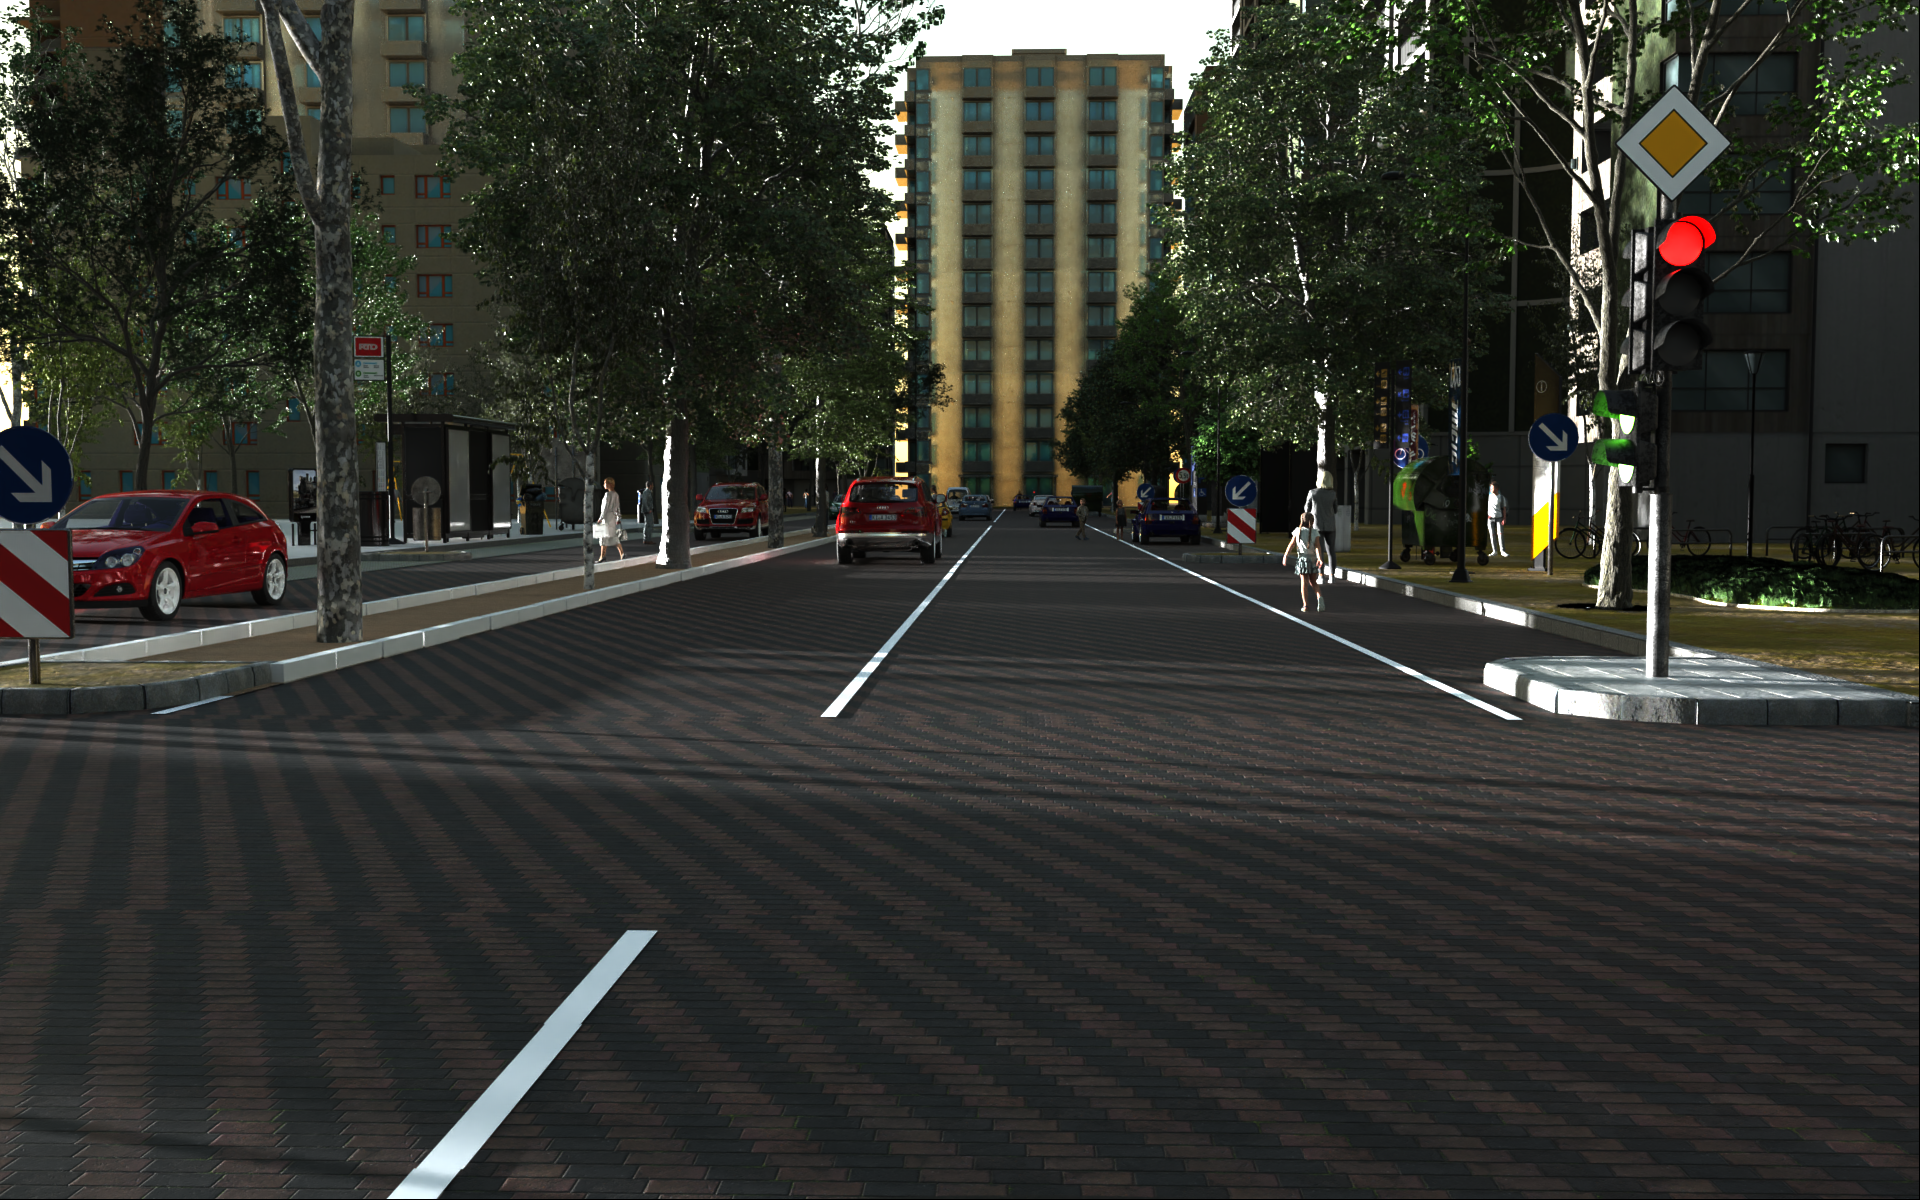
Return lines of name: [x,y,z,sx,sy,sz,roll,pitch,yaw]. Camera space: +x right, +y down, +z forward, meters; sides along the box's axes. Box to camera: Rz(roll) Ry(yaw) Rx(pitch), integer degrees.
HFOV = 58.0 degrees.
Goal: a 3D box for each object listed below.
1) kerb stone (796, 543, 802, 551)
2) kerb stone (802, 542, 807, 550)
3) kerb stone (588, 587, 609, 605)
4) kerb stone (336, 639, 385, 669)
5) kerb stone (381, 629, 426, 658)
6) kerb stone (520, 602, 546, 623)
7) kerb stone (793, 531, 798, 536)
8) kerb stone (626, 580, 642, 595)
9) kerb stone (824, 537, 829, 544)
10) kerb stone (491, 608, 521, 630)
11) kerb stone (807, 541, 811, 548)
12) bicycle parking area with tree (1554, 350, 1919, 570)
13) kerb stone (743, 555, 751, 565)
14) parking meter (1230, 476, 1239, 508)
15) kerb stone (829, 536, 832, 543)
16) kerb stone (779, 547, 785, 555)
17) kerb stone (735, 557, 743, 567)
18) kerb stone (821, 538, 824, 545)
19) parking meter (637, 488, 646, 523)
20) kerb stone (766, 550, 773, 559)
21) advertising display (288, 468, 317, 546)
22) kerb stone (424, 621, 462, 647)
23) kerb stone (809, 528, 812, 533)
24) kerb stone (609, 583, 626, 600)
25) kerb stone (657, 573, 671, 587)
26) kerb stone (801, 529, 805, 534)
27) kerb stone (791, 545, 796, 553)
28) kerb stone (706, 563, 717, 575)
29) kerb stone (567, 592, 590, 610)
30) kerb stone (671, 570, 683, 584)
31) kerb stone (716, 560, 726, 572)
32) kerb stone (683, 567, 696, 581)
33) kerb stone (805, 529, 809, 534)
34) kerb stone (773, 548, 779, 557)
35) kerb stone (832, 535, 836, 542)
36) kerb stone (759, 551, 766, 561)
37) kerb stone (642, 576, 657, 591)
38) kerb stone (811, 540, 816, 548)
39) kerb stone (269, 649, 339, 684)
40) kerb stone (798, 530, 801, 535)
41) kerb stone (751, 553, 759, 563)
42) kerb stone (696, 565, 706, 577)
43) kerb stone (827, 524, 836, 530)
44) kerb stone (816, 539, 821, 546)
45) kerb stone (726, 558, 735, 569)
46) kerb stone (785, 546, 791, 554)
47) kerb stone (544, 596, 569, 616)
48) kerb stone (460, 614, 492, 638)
kerb stone: [-4.143,-1.290,43.291,0.120,0.150,1.000,0,4,2]
kerb stone: [-4.110,-1.351,44.314,0.120,0.150,1.000,0,4,2]
kerb stone: [-4.835,-0.038,22.817,0.120,0.150,1.000,0,4,2]
kerb stone: [-5.115,0.465,14.598,0.120,0.150,1.000,0,4,2]
kerb stone: [-5.074,0.402,15.619,0.120,0.150,1.000,0,4,2]
kerb stone: [-4.938,0.157,19.722,0.120,0.150,1.000,0,4,2]
kerb stone: [-5.720,-2.237,58.768,0.120,0.150,1.000,0,4,2]
kerb stone: [-4.771,-0.162,24.867,0.120,0.150,1.000,0,4,2]
kerb stone: [-3.932,-1.666,49.435,0.120,0.150,1.000,0,4,2]
kerb stone: [-4.969,0.214,18.700,0.120,0.150,1.000,0,4,2]
kerb stone: [-4.083,-1.415,45.335,0.120,0.150,1.000,0,4,2]
bicycle parking area with tree: [16.509,-2.761,32.147,9.016,4.147,8.231,0,4,-5]
kerb stone: [-4.422,-0.784,35.115,0.120,0.150,1.000,0,4,2]
parking meter: [8.897,-3.069,55.896,0.255,1.863,0.399,2,4,34]
kerb stone: [-3.905,-1.729,50.457,0.120,0.150,1.000,0,4,2]
kerb stone: [-4.253,-1.100,40.224,0.120,0.150,1.000,0,4,2]
kerb stone: [-4.458,-0.725,34.094,0.120,0.150,1.000,0,4,2]
kerb stone: [-3.979,-1.603,48.403,0.120,0.150,1.000,0,4,2]
parking meter: [-14.103,-4.179,76.745,0.372,1.533,0.369,0,3,0]
kerb stone: [-4.312,-0.974,38.180,0.120,0.150,1.000,0,4,2]
advertising display: [-16.420,-2.330,43.315,0.123,1.923,0.974,1,4,17]
kerb stone: [-5.034,0.339,16.650,0.120,0.150,1.000,0,4,2]
kerb stone: [-5.590,-2.487,62.861,0.120,0.150,1.000,0,4,2]
kerb stone: [-4.804,-0.101,23.839,0.120,0.150,1.000,0,4,2]
kerb stone: [-4.696,-0.283,26.925,0.120,0.150,1.000,0,4,2]
kerb stone: [-5.662,-2.362,60.813,0.120,0.150,1.000,0,4,2]
kerb stone: [-4.178,-1.227,42.267,0.120,0.150,1.000,0,4,2]
kerb stone: [-4.551,-0.537,31.022,0.120,0.150,1.000,0,4,2]
kerb stone: [-4.870,0.025,21.784,0.120,0.150,1.000,0,4,2]
kerb stone: [-4.668,-0.350,27.948,0.120,0.150,1.000,0,4,2]
kerb stone: [-4.521,-0.602,32.044,0.120,0.150,1.000,0,4,2]
kerb stone: [-4.616,-0.415,28.978,0.120,0.150,1.000,0,4,2]
kerb stone: [-5.618,-2.420,61.835,0.120,0.150,1.000,0,4,2]
kerb stone: [-4.286,-1.040,39.202,0.120,0.150,1.000,0,4,2]
kerb stone: [-3.867,-1.782,51.483,0.120,0.150,1.000,0,4,2]
kerb stone: [-4.351,-0.911,37.159,0.120,0.150,1.000,0,4,2]
kerb stone: [-4.729,-0.223,25.898,0.120,0.150,1.000,0,4,2]
kerb stone: [-4.042,-1.478,46.359,0.120,0.150,1.000,0,4,2]
kerb stone: [-5.147,0.527,13.574,0.120,0.150,1.000,0,4,2]
kerb stone: [-5.691,-2.299,59.791,0.120,0.150,1.000,0,4,2]
kerb stone: [-4.383,-0.853,36.137,0.120,0.150,1.000,0,4,2]
kerb stone: [-4.593,-0.477,30.001,0.120,0.150,1.000,0,4,2]
kerb stone: [-5.306,-2.989,71.061,0.120,0.150,1.000,0,4,2]
kerb stone: [-4.000,-1.540,47.381,0.120,0.150,1.000,0,4,2]
kerb stone: [-4.494,-0.665,33.068,0.120,0.150,1.000,0,4,2]
kerb stone: [-4.215,-1.165,41.245,0.120,0.150,1.000,0,4,2]
kerb stone: [-4.907,0.088,20.757,0.120,0.150,1.000,0,4,2]
kerb stone: [-5.013,0.278,17.675,0.120,0.150,1.000,0,4,2]
